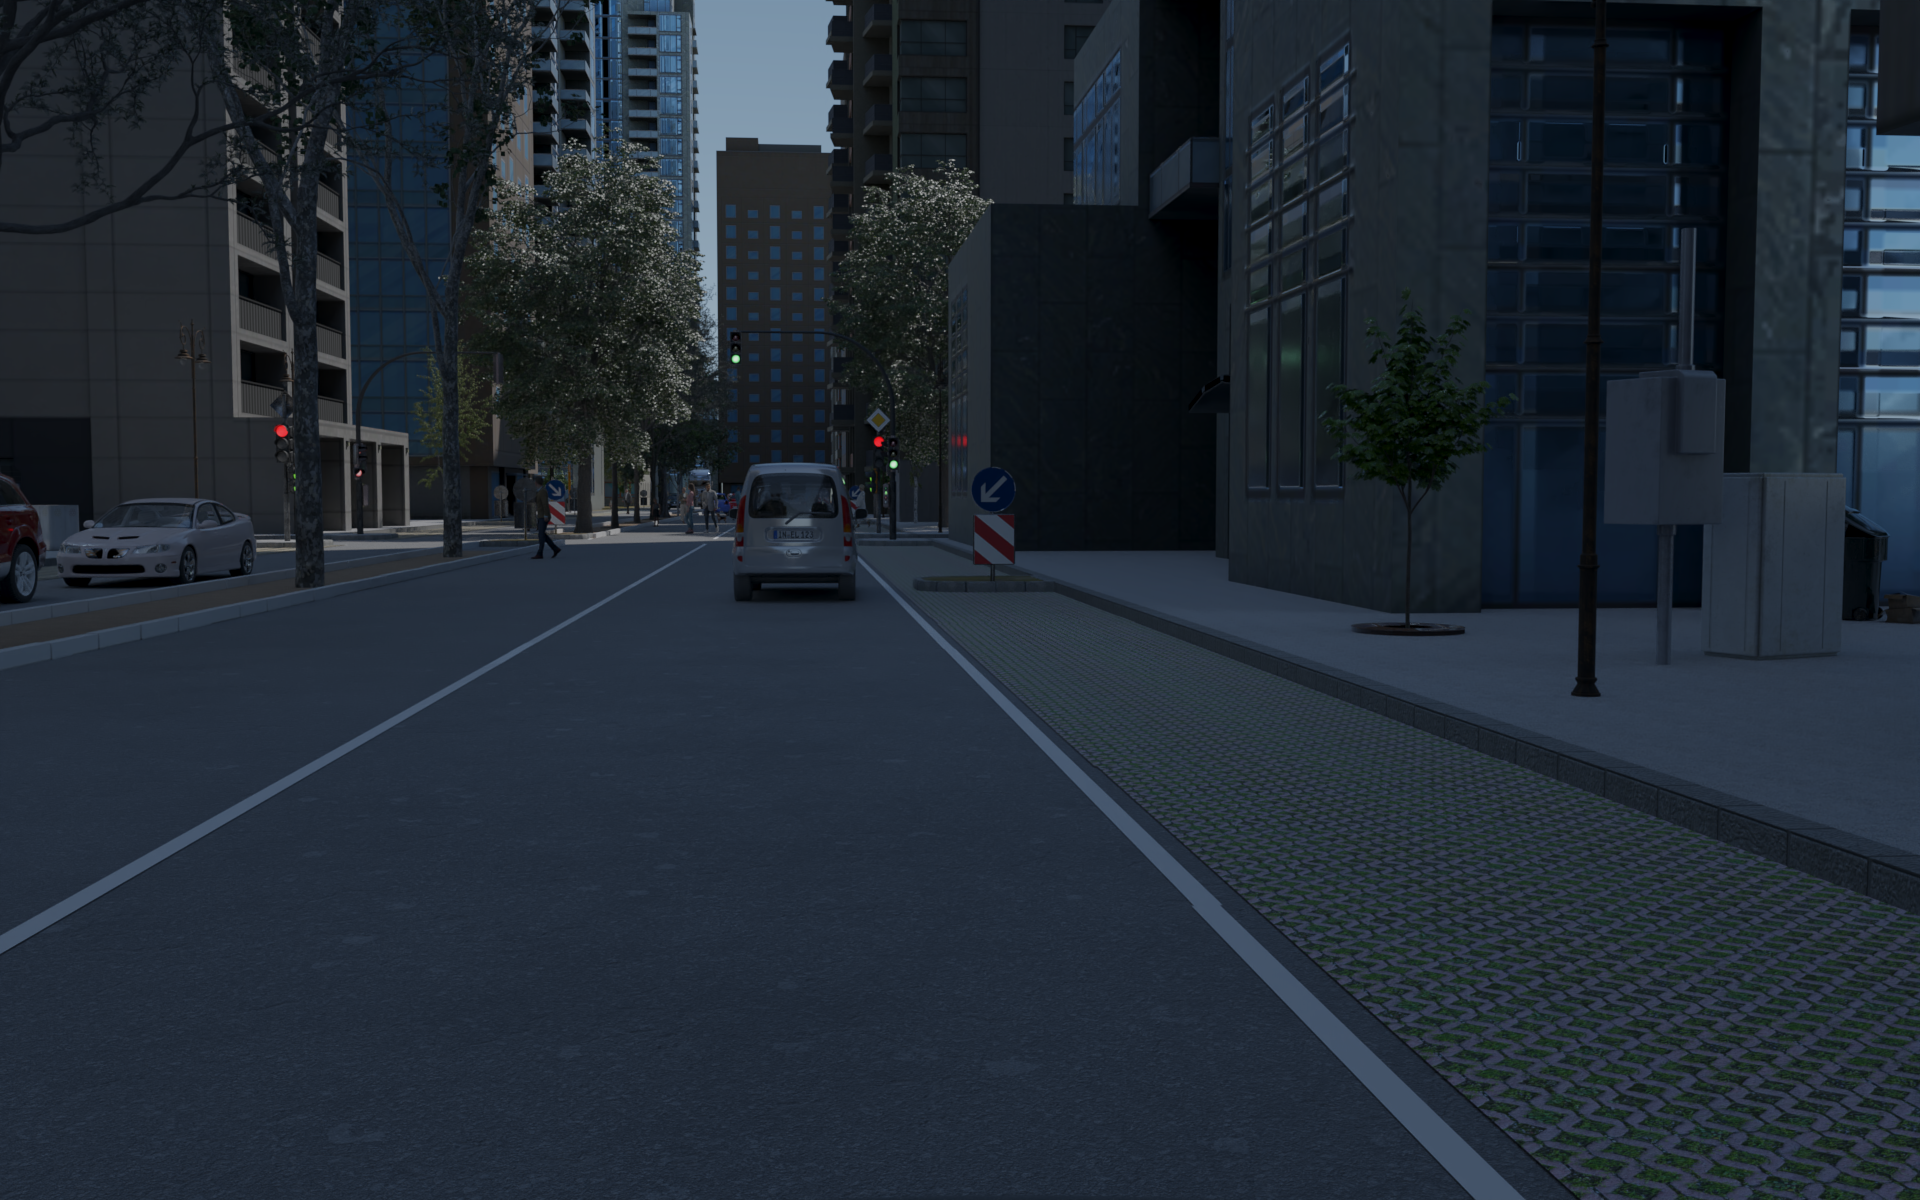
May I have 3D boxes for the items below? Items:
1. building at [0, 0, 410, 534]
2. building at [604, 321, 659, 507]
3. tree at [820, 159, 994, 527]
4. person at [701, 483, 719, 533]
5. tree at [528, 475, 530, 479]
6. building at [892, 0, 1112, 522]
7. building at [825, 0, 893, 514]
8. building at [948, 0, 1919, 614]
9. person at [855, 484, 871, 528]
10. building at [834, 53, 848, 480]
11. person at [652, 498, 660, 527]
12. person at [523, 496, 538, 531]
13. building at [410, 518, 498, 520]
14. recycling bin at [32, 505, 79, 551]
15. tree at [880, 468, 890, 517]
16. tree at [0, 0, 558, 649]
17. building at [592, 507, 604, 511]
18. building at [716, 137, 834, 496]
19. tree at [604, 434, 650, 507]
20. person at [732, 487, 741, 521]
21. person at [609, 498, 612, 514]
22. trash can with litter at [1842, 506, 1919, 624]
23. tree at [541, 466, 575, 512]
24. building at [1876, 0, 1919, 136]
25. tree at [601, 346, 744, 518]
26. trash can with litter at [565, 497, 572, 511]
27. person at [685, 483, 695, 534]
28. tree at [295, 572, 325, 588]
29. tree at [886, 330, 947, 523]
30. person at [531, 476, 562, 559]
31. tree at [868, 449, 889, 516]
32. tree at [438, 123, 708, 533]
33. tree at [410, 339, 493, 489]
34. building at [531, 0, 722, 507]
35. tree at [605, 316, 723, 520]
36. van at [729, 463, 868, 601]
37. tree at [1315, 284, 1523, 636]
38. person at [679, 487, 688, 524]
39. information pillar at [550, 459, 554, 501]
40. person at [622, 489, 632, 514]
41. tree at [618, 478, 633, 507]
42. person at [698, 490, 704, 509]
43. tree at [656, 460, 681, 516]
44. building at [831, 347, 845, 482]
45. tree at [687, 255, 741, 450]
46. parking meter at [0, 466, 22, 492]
[{"bbox_3d":[-32.010,-38.183,62.541,20.563,71.187,20.611,0,4,-5],"label":"building"},{"bbox_3d":[-48.881,-21.105,190.098,28.899,21.520,27.650,0,4,-5],"label":"building"},{"bbox_3d":[-0.448,-9.770,66.394,9.857,13.997,8.962,0,3,0],"label":"tree"},{"bbox_3d":[-9.246,-3.409,64.083,0.661,1.843,0.795,1,4,15],"label":"person"},{"bbox_3d":[-27.142,-9.445,104.789,4.737,8.622,4.395,0,3,0],"label":"tree"},{"bbox_3d":[3.558,-19.219,85.939,14.160,30.474,14.107,0,4,-5],"label":"building"},{"bbox_3d":[2.142,-28.312,117.527,22.147,44.769,28.867,0,4,-5],"label":"building"},{"bbox_3d":[12.265,-44.009,32.225,22.319,86.520,31.000,0,4,-5],"label":"building"},{"bbox_3d":[-4.106,-3.964,73.187,0.818,1.842,0.514,-2,4,-26],"label":"person"},{"bbox_3d":[-4.677,-31.901,171.684,14.600,45.320,14.200,0,4,-5],"label":"building"},{"bbox_3d":[-13.279,-3.825,75.706,0.362,1.253,0.373,1,4,13],"label":"person"},{"bbox_3d":[-16.595,-3.587,67.108,0.822,1.834,0.622,-3,5,-42],"label":"person"},{"bbox_3d":[-30.902,-27.021,91.903,14.600,45.320,14.200,0,4,-5],"label":"building"},{"bbox_3d":[-20.589,-1.644,39.427,0.722,1.027,0.722,2,4,29],"label":"recycling bin"},{"bbox_3d":[-3.922,-6.289,97.423,1.663,3.219,1.824,0,3,0],"label":"tree"},{"bbox_3d":[-8.741,-6.226,14.624,12.009,13.543,11.850,0,3,0],"label":"tree"},{"bbox_3d":[-40.727,-50.736,142.209,22.319,86.520,31.000,0,4,-5],"label":"building"},{"bbox_3d":[-23.471,-34.915,220.974,14.200,45.320,14.600,0,4,-5],"label":"building"},{"bbox_3d":[-32.352,-15.215,166.892,7.486,12.596,7.792,0,3,0],"label":"tree"},{"bbox_3d":[-12.086,-5.239,94.025,0.748,1.841,0.638,-1,4,-16],"label":"person"},{"bbox_3d":[-23.361,-6.268,115.988,0.505,1.210,0.382,3,5,43],"label":"person"},{"bbox_3d":[9.319,-0.375,17.513,0.624,1.170,1.055,-3,5,-39],"label":"trash can with litter"},{"bbox_3d":[-28.637,-7.913,123.975,1.663,3.219,1.824,0,3,0],"label":"tree"},{"bbox_3d":[10.708,-19.525,2.833,14.154,41.232,14.086,0,4,-5],"label":"building"},{"bbox_3d":[-17.921,-11.318,104.510,9.611,12.733,9.660,0,3,0],"label":"tree"},{"bbox_3d":[-29.192,-7.144,128.198,1.055,1.170,0.624,-1,4,-17],"label":"trash can with litter"},{"bbox_3d":[-9.734,-3.300,62.458,0.388,1.821,0.555,-1,4,-12],"label":"person"},{"bbox_3d":[-11.236,-10.292,26.626,12.611,20.169,13.585,0,3,0],"label":"tree"},{"bbox_3d":[-1.720,-7.657,75.559,4.737,8.622,4.395,0,3,0],"label":"tree"},{"bbox_3d":[-9.246,-1.839,38.484,0.656,1.842,0.836,3,5,41],"label":"person"},{"bbox_3d":[-3.712,-7.181,101.129,4.285,4.588,4.351,0,3,0],"label":"tree"},{"bbox_3d":[-13.237,-9.259,60.489,9.857,13.997,8.962,0,3,0],"label":"tree"},{"bbox_3d":[-24.467,-8.113,83.013,4.737,8.622,4.395,0,3,0],"label":"tree"},{"bbox_3d":[-46.549,-55.586,221.496,31.000,86.520,22.319,0,4,-5],"label":"building"},{"bbox_3d":[-16.760,-10.186,94.758,9.928,11.665,9.643,0,3,0],"label":"tree"},{"bbox_3d":[-2.311,-1.078,24.633,2.013,2.044,4.112,0,4,-4],"label":"van"},{"bbox_3d":[4.152,-1.319,16.172,1.663,3.219,1.824,0,3,0],"label":"tree"},{"bbox_3d":[-13.202,-4.519,82.942,0.519,1.759,0.362,-2,4,-28],"label":"person"},{"bbox_3d":[-25.832,-7.233,109.617,0.183,3.616,0.504,0,4,7],"label":"information pillar"},{"bbox_3d":[-23.551,-6.945,122.455,0.661,1.777,0.834,1,4,13],"label":"person"},{"bbox_3d":[-33.616,-10.951,173.655,1.663,3.219,1.824,0,3,0],"label":"tree"},{"bbox_3d":[-24.368,-9.504,163.893,1.348,1.823,0.705,3,5,41],"label":"person"},{"bbox_3d":[-18.483,-9.815,113.290,4.360,8.622,3.978,0,3,0],"label":"tree"},{"bbox_3d":[-0.316,-21.373,194.493,27.650,21.520,28.899,0,4,-5],"label":"building"},{"bbox_3d":[-14.299,-9.703,71.464,12.009,13.543,11.850,0,3,0],"label":"tree"},{"bbox_3d":[-19.529,-1.833,35.683,0.255,1.863,0.399,0,4,1],"label":"parking meter"}]
